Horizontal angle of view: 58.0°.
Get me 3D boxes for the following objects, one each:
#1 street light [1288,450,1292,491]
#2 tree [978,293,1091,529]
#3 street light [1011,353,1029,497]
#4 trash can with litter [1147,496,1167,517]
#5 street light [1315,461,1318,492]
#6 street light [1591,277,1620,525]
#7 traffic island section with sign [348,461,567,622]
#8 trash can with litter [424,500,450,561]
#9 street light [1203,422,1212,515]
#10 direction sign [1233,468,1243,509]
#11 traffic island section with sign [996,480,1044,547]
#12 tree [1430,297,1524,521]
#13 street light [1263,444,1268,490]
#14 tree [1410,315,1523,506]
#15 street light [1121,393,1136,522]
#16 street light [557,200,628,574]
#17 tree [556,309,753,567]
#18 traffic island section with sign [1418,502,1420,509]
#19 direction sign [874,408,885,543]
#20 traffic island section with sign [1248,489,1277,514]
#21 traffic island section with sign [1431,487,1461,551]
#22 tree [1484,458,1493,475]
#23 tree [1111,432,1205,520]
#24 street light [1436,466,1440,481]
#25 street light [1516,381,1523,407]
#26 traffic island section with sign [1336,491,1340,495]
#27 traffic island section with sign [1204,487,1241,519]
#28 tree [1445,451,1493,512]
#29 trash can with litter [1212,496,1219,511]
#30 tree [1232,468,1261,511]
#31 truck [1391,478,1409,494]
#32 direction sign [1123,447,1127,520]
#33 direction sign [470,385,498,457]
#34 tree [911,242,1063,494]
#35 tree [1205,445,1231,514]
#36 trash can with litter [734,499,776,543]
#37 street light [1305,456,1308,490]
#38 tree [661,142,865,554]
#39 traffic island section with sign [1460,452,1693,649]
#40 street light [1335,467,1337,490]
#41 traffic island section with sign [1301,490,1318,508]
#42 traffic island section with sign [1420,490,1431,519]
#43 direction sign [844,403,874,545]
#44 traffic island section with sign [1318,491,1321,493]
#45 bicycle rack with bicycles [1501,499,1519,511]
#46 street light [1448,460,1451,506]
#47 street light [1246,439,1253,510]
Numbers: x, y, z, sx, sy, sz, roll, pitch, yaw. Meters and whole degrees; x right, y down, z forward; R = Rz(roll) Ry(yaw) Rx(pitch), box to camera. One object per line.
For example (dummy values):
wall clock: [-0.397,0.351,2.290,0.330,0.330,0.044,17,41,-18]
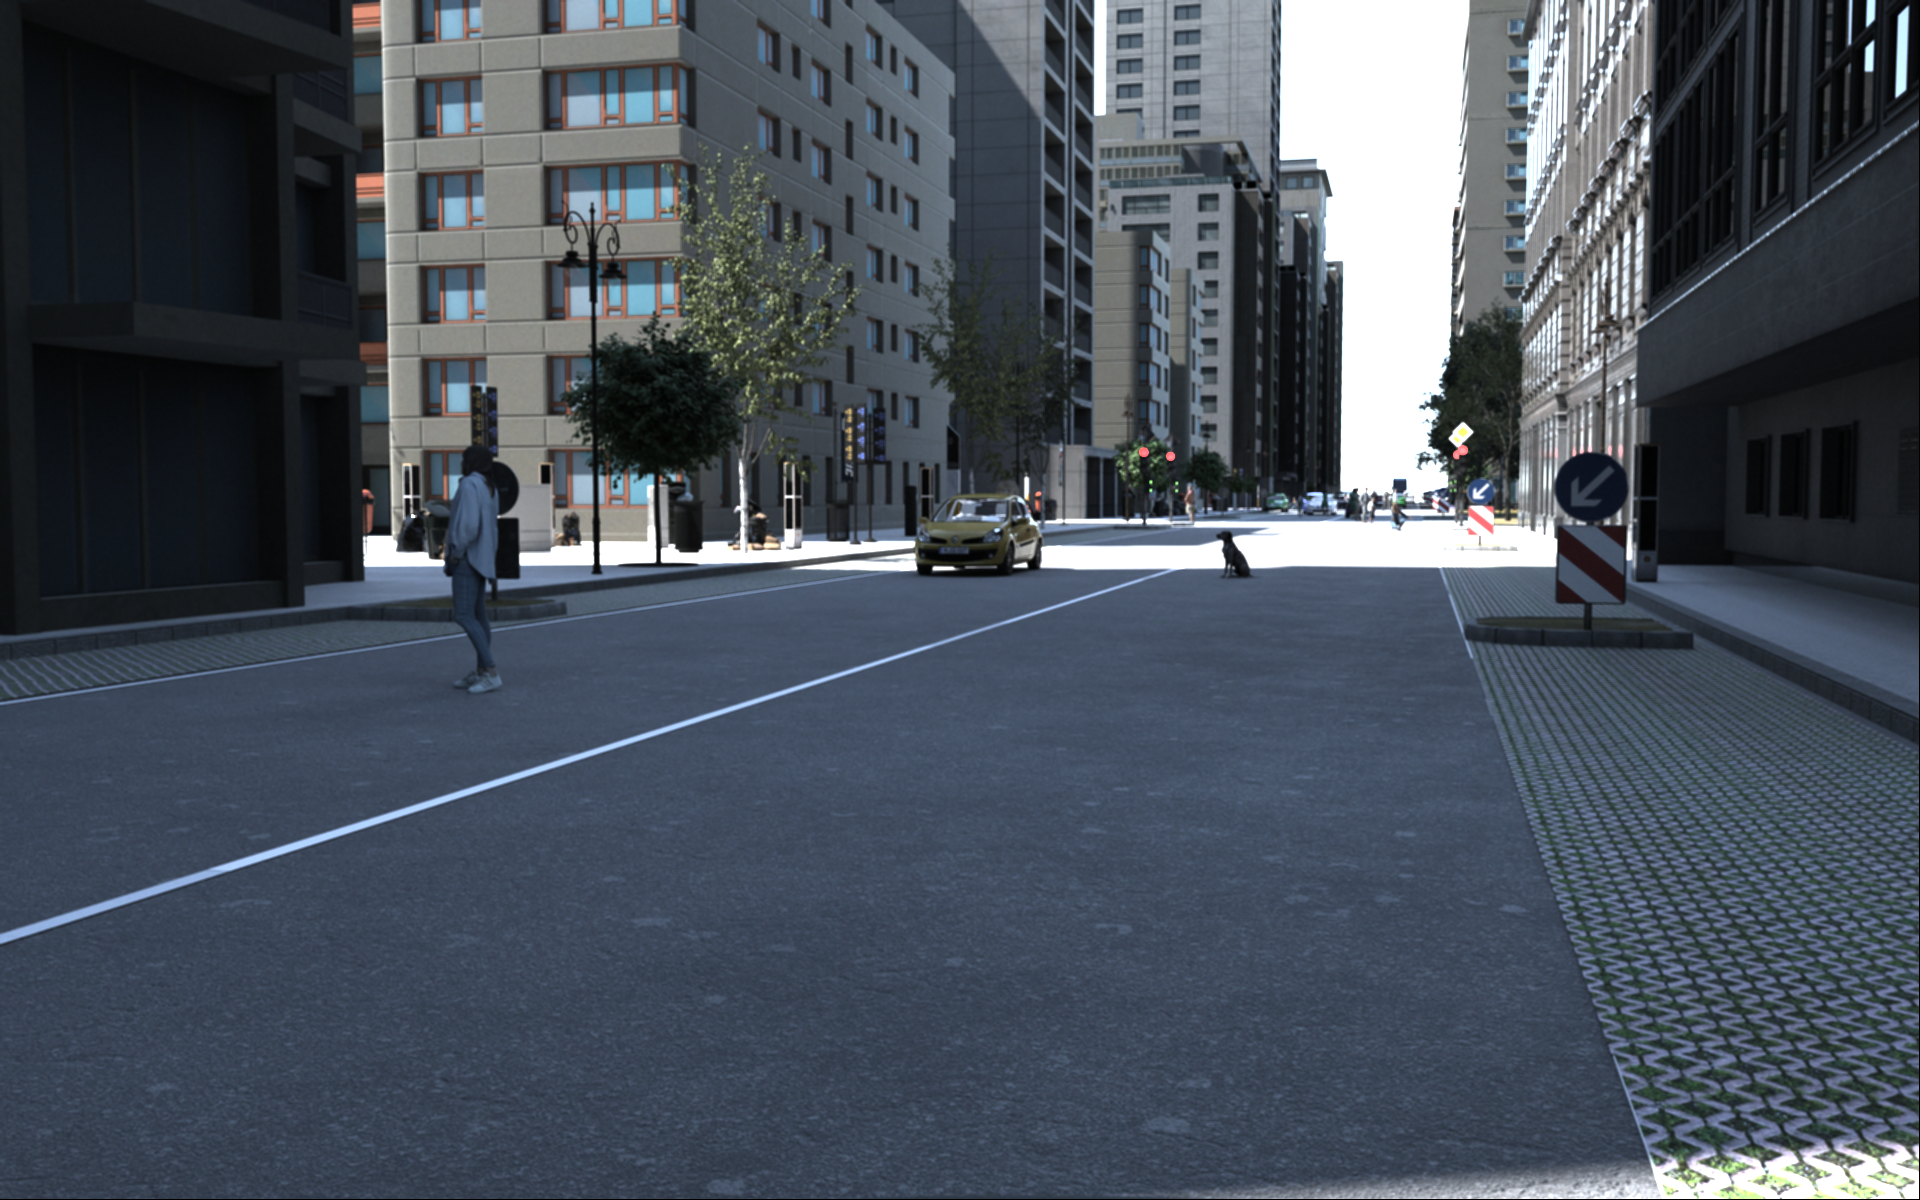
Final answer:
street light: [34.645,-12.810,182.234,0.468,5.910,1.993,1,4,15]
tree: [2.919,-6.937,63.783,4.360,8.622,3.978,0,3,0]
street light: [1.902,-5.147,56.948,0.468,5.910,1.993,1,4,15]
trash can with litter: [10.825,-5.122,95.131,1.055,1.170,0.624,-3,4,-36]
street light: [48.117,-15.957,233.676,0.468,5.910,1.993,1,4,15]
street light: [13.793,-3.935,37.127,0.468,5.910,1.993,1,4,15]
traffic island section with sign: [-5.728,-0.711,20.253,1.989,1.847,2.006,1,4,15]
trash can with litter: [-9.961,-1.361,33.643,0.624,1.170,1.055,-3,5,-43]
street light: [15.400,-8.277,108.124,0.468,5.910,1.993,1,4,15]
direction sign: [23.932,-9.617,149.229,0.876,3.537,0.379,2,4,27]
traffic island section with sign: [1.206,-2.330,46.716,1.989,1.847,2.006,1,4,15]
tree: [25.903,-9.061,82.563,7.601,10.594,8.767,-1,4,-14]
street light: [27.041,-11.037,153.237,0.468,5.910,1.993,1,4,15]
tree: [33.480,-11.871,111.097,9.611,12.733,9.660,0,3,0]
street light: [7.686,-6.513,79.278,0.468,5.910,1.993,1,4,15]
street light: [-5.824,-3.353,27.603,0.468,5.910,1.993,1,4,15]
tree: [-5.463,-2.896,31.065,4.285,4.588,4.351,0,3,0]
traffic island section with sign: [33.969,-7.038,123.704,1.989,1.847,2.006,1,4,15]
direction sign: [-2.368,-3.278,45.589,0.876,3.537,0.379,-2,4,-27]
traffic island section with sign: [22.195,-7.227,126.790,1.989,1.847,2.006,1,4,15]
traffic island section with sign: [13.015,-2.149,43.761,1.989,1.847,2.006,1,4,15]
tree: [41.142,-11.507,138.494,4.360,8.622,3.978,0,3,0]
tree: [9.294,-6.374,87.927,4.285,4.588,4.351,0,3,0]
street light: [83.070,-20.111,301.597,0.468,5.910,1.993,1,4,15]
street light: [21.518,-5.716,66.239,0.468,5.910,1.993,1,4,15]
traffic island section with sign: [55.596,-15.021,254.225,1.989,1.847,2.006,1,4,15]
traffic island section with sign: [15.203,-5.594,100.084,1.989,1.847,2.006,1,4,15]
tree: [37.452,-8.800,127.593,4.285,4.588,4.351,0,3,0]
trash can with litter: [19.030,-7.137,128.076,0.624,1.170,1.055,-1,4,-18]
tree: [23.951,-9.147,144.159,1.663,3.219,1.824,0,3,0]
truck: [70.695,-17.688,278.956,2.967,4.110,18.799,1,4,16]
direction sign: [8.092,-5.643,84.263,0.379,3.537,0.876,0,4,1]
direction sign: [-10.004,-2.721,36.491,0.379,3.537,0.876,1,4,20]
tree: [0.567,-6.164,51.150,4.737,8.622,4.395,0,3,0]
tree: [16.023,-7.883,112.598,4.285,4.588,4.351,0,3,0]
trash can with litter: [-5.377,-2.098,45.686,1.055,1.170,0.624,-3,5,-44]
street light: [42.227,-14.582,211.197,0.468,5.910,1.993,1,4,15]
tree: [-4.436,-5.268,36.486,4.737,8.622,4.395,0,3,0]
traffic island section with sign: [6.013,-0.514,17.037,1.989,1.847,2.006,1,4,15]
street light: [63.331,-19.491,291.460,0.468,5.910,1.993,1,4,15]
traffic island section with sign: [34.909,-10.192,175.265,1.989,1.847,2.006,1,4,15]
traffic island section with sign: [27.136,-5.443,97.626,1.989,1.847,2.006,1,4,15]
direction sign: [-2.631,-3.151,43.513,0.379,3.537,0.876,-3,5,-39]
traffic island section with sign: [41.771,-11.792,201.430,1.989,1.847,2.006,1,4,15]
bicycle rack with bicycles: [41.359,-7.047,128.600,2.852,0.926,2.925,-3,5,-42]
street light: [54.297,-13.421,192.226,0.468,5.910,1.993,1,4,15]
street light: [22.847,-10.049,137.088,0.468,5.910,1.993,1,4,15]
